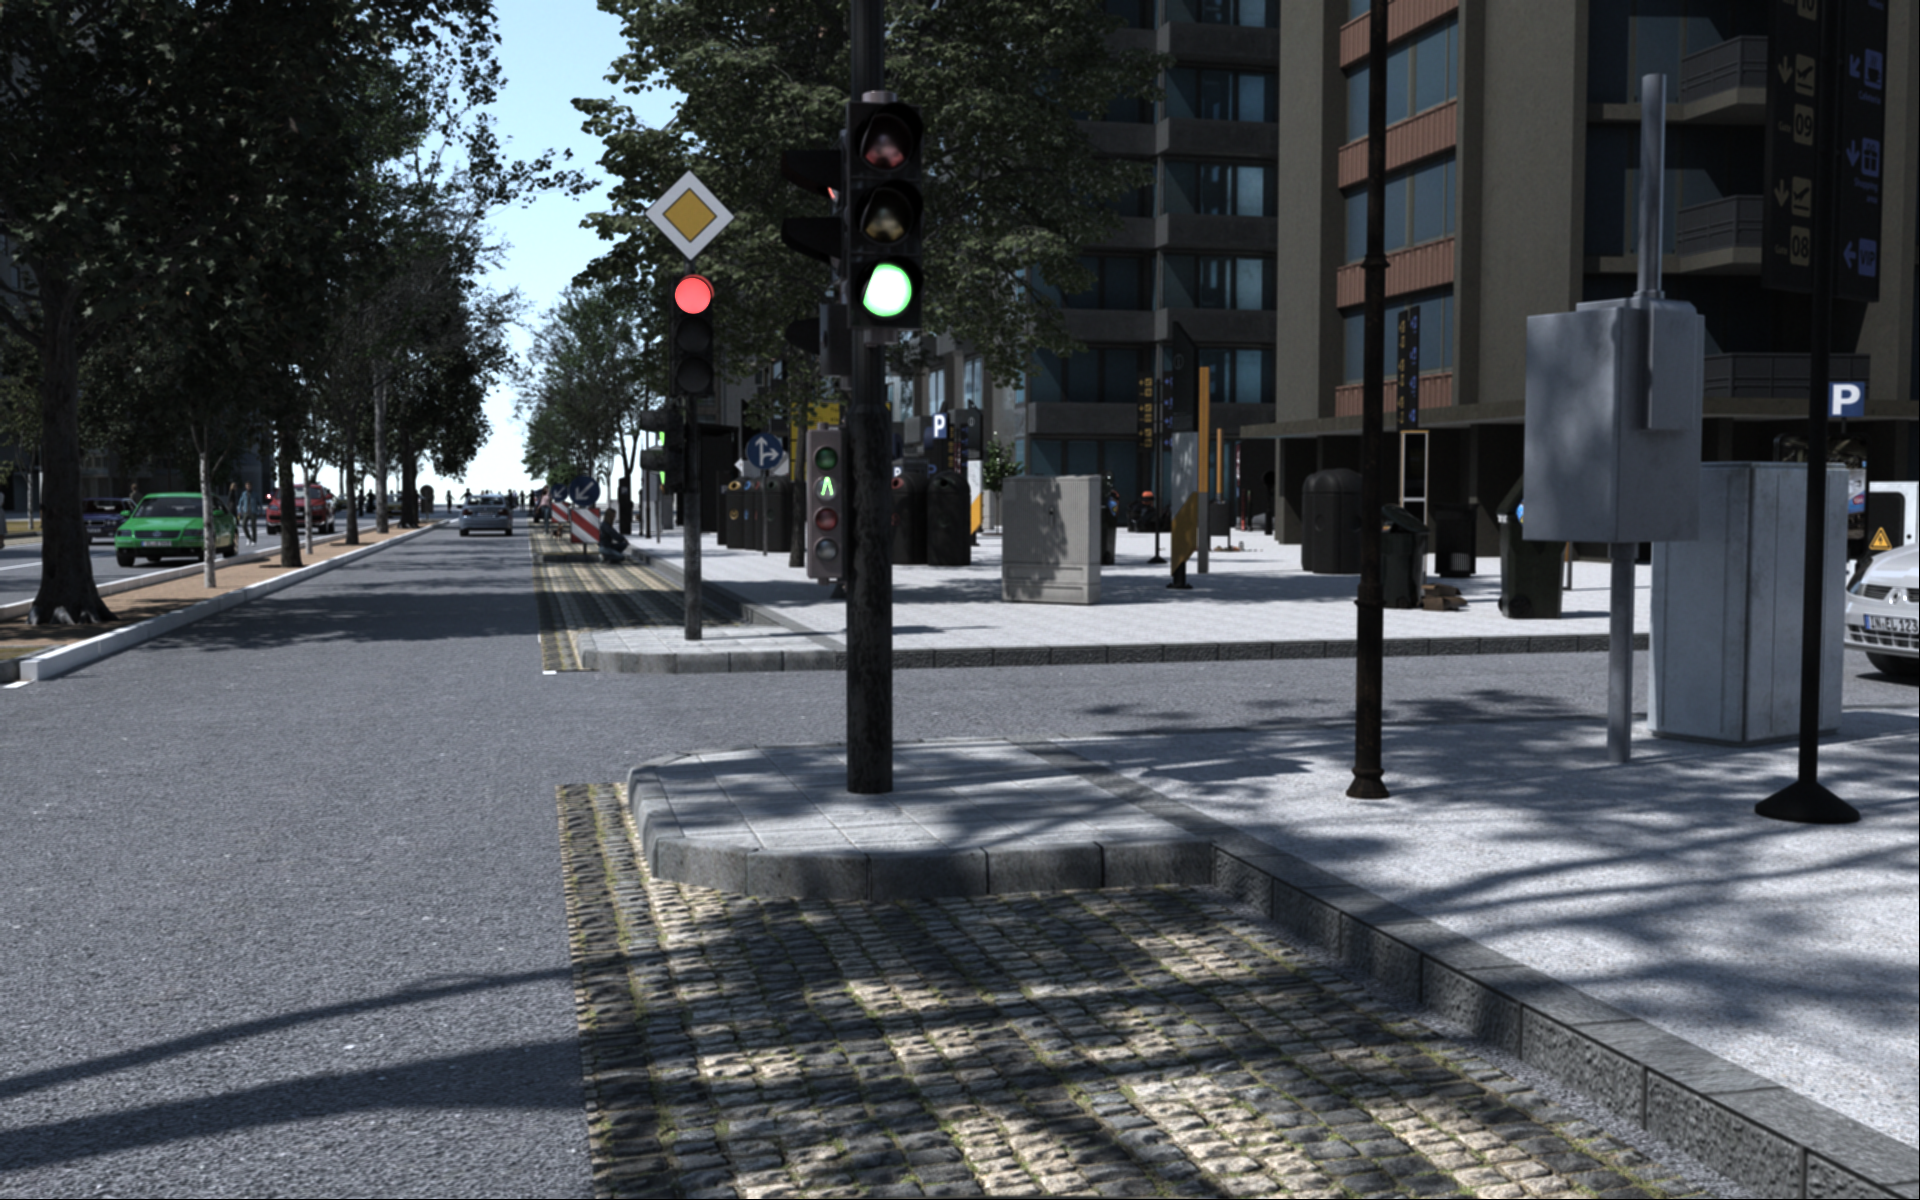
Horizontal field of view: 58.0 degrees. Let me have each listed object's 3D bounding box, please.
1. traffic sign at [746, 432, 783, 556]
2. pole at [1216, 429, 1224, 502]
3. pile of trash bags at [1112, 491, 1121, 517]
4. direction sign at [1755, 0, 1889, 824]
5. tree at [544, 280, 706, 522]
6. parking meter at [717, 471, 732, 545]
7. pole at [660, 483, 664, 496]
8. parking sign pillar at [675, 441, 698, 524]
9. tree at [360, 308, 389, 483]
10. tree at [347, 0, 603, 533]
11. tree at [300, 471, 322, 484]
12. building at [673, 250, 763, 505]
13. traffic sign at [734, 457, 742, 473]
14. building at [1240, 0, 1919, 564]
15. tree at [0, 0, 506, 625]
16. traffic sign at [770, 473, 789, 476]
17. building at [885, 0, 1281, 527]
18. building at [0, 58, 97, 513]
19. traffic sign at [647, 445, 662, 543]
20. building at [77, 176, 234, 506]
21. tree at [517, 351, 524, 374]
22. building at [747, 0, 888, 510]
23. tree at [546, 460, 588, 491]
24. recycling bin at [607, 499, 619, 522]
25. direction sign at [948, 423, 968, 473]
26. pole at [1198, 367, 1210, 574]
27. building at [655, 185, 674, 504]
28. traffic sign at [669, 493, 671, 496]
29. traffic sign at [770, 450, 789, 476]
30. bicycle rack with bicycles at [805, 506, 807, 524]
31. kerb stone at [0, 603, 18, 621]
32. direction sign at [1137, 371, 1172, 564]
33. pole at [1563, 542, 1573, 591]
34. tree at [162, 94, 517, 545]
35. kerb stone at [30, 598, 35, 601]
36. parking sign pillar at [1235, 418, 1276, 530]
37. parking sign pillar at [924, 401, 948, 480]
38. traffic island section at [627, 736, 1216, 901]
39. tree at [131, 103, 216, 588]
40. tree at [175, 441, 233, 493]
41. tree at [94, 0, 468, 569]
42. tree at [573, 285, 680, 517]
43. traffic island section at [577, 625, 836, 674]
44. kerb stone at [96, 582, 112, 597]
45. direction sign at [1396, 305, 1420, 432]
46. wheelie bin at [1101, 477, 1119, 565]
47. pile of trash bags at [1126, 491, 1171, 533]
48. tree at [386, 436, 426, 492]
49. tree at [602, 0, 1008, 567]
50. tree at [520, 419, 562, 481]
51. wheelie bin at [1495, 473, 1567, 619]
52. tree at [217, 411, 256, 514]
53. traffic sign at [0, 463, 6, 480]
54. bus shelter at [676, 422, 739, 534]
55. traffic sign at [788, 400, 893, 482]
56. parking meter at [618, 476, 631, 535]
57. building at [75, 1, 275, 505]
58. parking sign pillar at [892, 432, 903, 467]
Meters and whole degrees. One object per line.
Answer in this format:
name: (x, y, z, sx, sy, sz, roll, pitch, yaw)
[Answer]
traffic sign: (-4.051, -2.191, 35.936, 0.768, 2.556, 0.104, 0, 4, -8)
pole: (8.107, -3.678, 53.979, 0.158, 3.312, 0.155, 0, 3, 0)
pile of trash bags: (3.573, -2.898, 57.140, 3.447, 1.369, 1.912, 0, 4, 6)
direction sign: (3.379, -0.906, 6.806, 0.876, 3.537, 0.379, -3, 4, -37)
tree: (-15.236, -9.410, 79.612, 9.928, 11.665, 9.643, 0, 3, 0)
parking meter: (-5.920, -2.321, 43.661, 0.399, 1.863, 0.255, -1, 4, -11)
pole: (-14.910, -5.681, 86.723, 0.158, 3.312, 0.155, 0, 3, 0)
parking sign pillar: (-11.733, -5.324, 75.519, 1.447, 3.967, 1.447, 1, 4, 10)
tree: (-15.315, -5.360, 40.461, 4.360, 8.622, 3.978, 0, 3, 0)
tree: (-19.527, -12.429, 61.566, 12.611, 20.169, 13.585, 0, 3, 0)
tree: (-53.719, -9.121, 143.723, 1.663, 3.219, 1.824, 0, 3, 0)
building: (-28.378, -26.981, 212.834, 14.160, 30.474, 14.107, -1, 4, -14)
traffic sign: (-5.445, -2.668, 44.807, 0.795, 2.450, 0.064, -1, 4, -9)
building: (21.985, -23.738, 42.736, 28.867, 44.769, 22.147, -1, 4, -14)
tree: (-9.911, -6.076, 18.801, 9.611, 12.733, 9.660, 0, 3, 0)
traffic sign: (-6.029, -3.482, 56.936, 0.884, 2.594, 0.081, -1, 4, -11)
building: (8.599, -28.100, 79.041, 23.786, 49.044, 30.456, -1, 4, -14)
building: (-78.183, -32.448, 119.760, 28.713, 52.752, 27.495, -1, 4, -14)
traffic sign: (-7.889, -2.761, 45.246, 0.768, 2.556, 0.104, -1, 4, -13)
building: (-95.003, -29.989, 182.209, 32.217, 40.220, 23.993, -1, 4, -14)
tree: (-23.241, -9.359, 72.486, 9.611, 12.733, 9.660, 0, 3, 0)
building: (-5.487, -29.673, 139.784, 22.147, 44.769, 28.867, -1, 4, -14)
tree: (-42.176, -12.224, 183.581, 4.285, 4.588, 4.351, 0, 3, 0)
recycling bin: (-16.138, -4.205, 81.301, 0.722, 1.027, 0.722, 0, 4, 5)
direction sign: (-0.081, -3.891, 55.616, 0.876, 3.537, 0.379, 0, 4, 2)
pole: (3.928, -2.082, 27.880, 0.158, 3.312, 0.155, 0, 3, 0)
building: (-29.844, -35.498, 235.013, 22.147, 44.769, 28.867, -1, 4, -14)
traffic sign: (-15.080, -5.501, 90.040, 0.768, 2.556, 0.104, -1, 4, -9)
traffic sign: (-5.187, -3.044, 49.868, 0.768, 2.556, 0.104, -1, 4, -10)
bicycle rack with bicycles: (-6.080, -3.696, 73.809, 2.852, 0.926, 2.925, -3, 4, -39)
kerb stone: (-11.025, 0.130, 20.152, 0.120, 0.150, 1.000, -1, 4, -14)
direction sign: (3.660, -2.449, 32.031, 0.876, 3.537, 0.379, 3, 4, 36)
pole: (8.049, -1.781, 22.960, 0.158, 3.312, 0.155, 0, 3, 0)
tree: (-17.139, -8.291, 48.380, 12.009, 13.543, 11.850, 0, 3, 0)
kerb stone: (-11.273, 0.064, 21.149, 0.120, 0.150, 1.000, -1, 4, -14)
parking sign pillar: (10.572, -4.487, 61.833, 1.447, 3.967, 1.447, 0, 4, -1)
parking sign pillar: (-0.691, -3.746, 49.716, 1.447, 3.967, 1.447, 1, 4, 12)
traffic island section: (-0.380, 0.903, 7.519, 2.009, 0.180, 2.903, -1, 4, -14)
tree: (-11.334, -4.467, 25.861, 4.360, 8.622, 3.978, 0, 3, 0)
tree: (-41.876, -6.872, 96.070, 4.285, 4.588, 4.351, 0, 3, 0)
tree: (-13.147, -6.436, 33.434, 9.928, 11.665, 9.643, 0, 3, 0)
tree: (-21.251, -11.518, 98.683, 12.009, 13.543, 11.850, 0, 3, 0)
traffic island section: (-2.327, 0.429, 15.264, 2.009, 0.180, 2.903, -1, 4, -14)
kerb stone: (-12.027, -0.118, 24.131, 0.120, 0.150, 1.000, -1, 4, -14)
direction sign: (5.492, -1.792, 21.296, 0.379, 3.537, 0.876, 0, 4, -1)
wheelie bin: (2.462, -1.444, 31.513, 0.980, 1.594, 0.693, 2, 4, 26)
pile of trash bags: (6.584, -2.999, 58.792, 1.912, 1.369, 3.447, 0, 4, -4)
tree: (-76.927, -18.539, 237.524, 7.601, 10.594, 8.767, -2, 4, -32)
tree: (-2.546, -5.861, 30.248, 7.601, 10.594, 8.767, -2, 4, -25)
tree: (-55.429, -19.298, 233.652, 7.486, 12.596, 7.792, 0, 3, 0)
wheelie bin: (5.965, -0.618, 18.014, 0.693, 1.594, 0.980, 0, 4, 8)
tree: (-47.148, -9.890, 112.066, 4.737, 8.622, 4.395, 0, 3, 0)
traffic sign: (-37.403, -4.102, 67.174, 0.768, 2.556, 0.104, -1, 4, -12)
bus shelter: (-8.655, -4.142, 59.000, 1.731, 3.624, 6.357, -1, 4, -14)
traffic sign: (-2.596, -2.682, 37.717, 2.265, 3.308, 0.079, -1, 4, -11)
parking meter: (-10.601, -2.997, 54.713, 0.399, 1.863, 0.255, 0, 4, -6)
building: (-96.125, -40.748, 208.231, 21.231, 58.520, 28.212, -1, 4, -14)
parking sign pillar: (-2.196, -4.111, 55.683, 1.447, 3.967, 1.447, 1, 4, 12)
